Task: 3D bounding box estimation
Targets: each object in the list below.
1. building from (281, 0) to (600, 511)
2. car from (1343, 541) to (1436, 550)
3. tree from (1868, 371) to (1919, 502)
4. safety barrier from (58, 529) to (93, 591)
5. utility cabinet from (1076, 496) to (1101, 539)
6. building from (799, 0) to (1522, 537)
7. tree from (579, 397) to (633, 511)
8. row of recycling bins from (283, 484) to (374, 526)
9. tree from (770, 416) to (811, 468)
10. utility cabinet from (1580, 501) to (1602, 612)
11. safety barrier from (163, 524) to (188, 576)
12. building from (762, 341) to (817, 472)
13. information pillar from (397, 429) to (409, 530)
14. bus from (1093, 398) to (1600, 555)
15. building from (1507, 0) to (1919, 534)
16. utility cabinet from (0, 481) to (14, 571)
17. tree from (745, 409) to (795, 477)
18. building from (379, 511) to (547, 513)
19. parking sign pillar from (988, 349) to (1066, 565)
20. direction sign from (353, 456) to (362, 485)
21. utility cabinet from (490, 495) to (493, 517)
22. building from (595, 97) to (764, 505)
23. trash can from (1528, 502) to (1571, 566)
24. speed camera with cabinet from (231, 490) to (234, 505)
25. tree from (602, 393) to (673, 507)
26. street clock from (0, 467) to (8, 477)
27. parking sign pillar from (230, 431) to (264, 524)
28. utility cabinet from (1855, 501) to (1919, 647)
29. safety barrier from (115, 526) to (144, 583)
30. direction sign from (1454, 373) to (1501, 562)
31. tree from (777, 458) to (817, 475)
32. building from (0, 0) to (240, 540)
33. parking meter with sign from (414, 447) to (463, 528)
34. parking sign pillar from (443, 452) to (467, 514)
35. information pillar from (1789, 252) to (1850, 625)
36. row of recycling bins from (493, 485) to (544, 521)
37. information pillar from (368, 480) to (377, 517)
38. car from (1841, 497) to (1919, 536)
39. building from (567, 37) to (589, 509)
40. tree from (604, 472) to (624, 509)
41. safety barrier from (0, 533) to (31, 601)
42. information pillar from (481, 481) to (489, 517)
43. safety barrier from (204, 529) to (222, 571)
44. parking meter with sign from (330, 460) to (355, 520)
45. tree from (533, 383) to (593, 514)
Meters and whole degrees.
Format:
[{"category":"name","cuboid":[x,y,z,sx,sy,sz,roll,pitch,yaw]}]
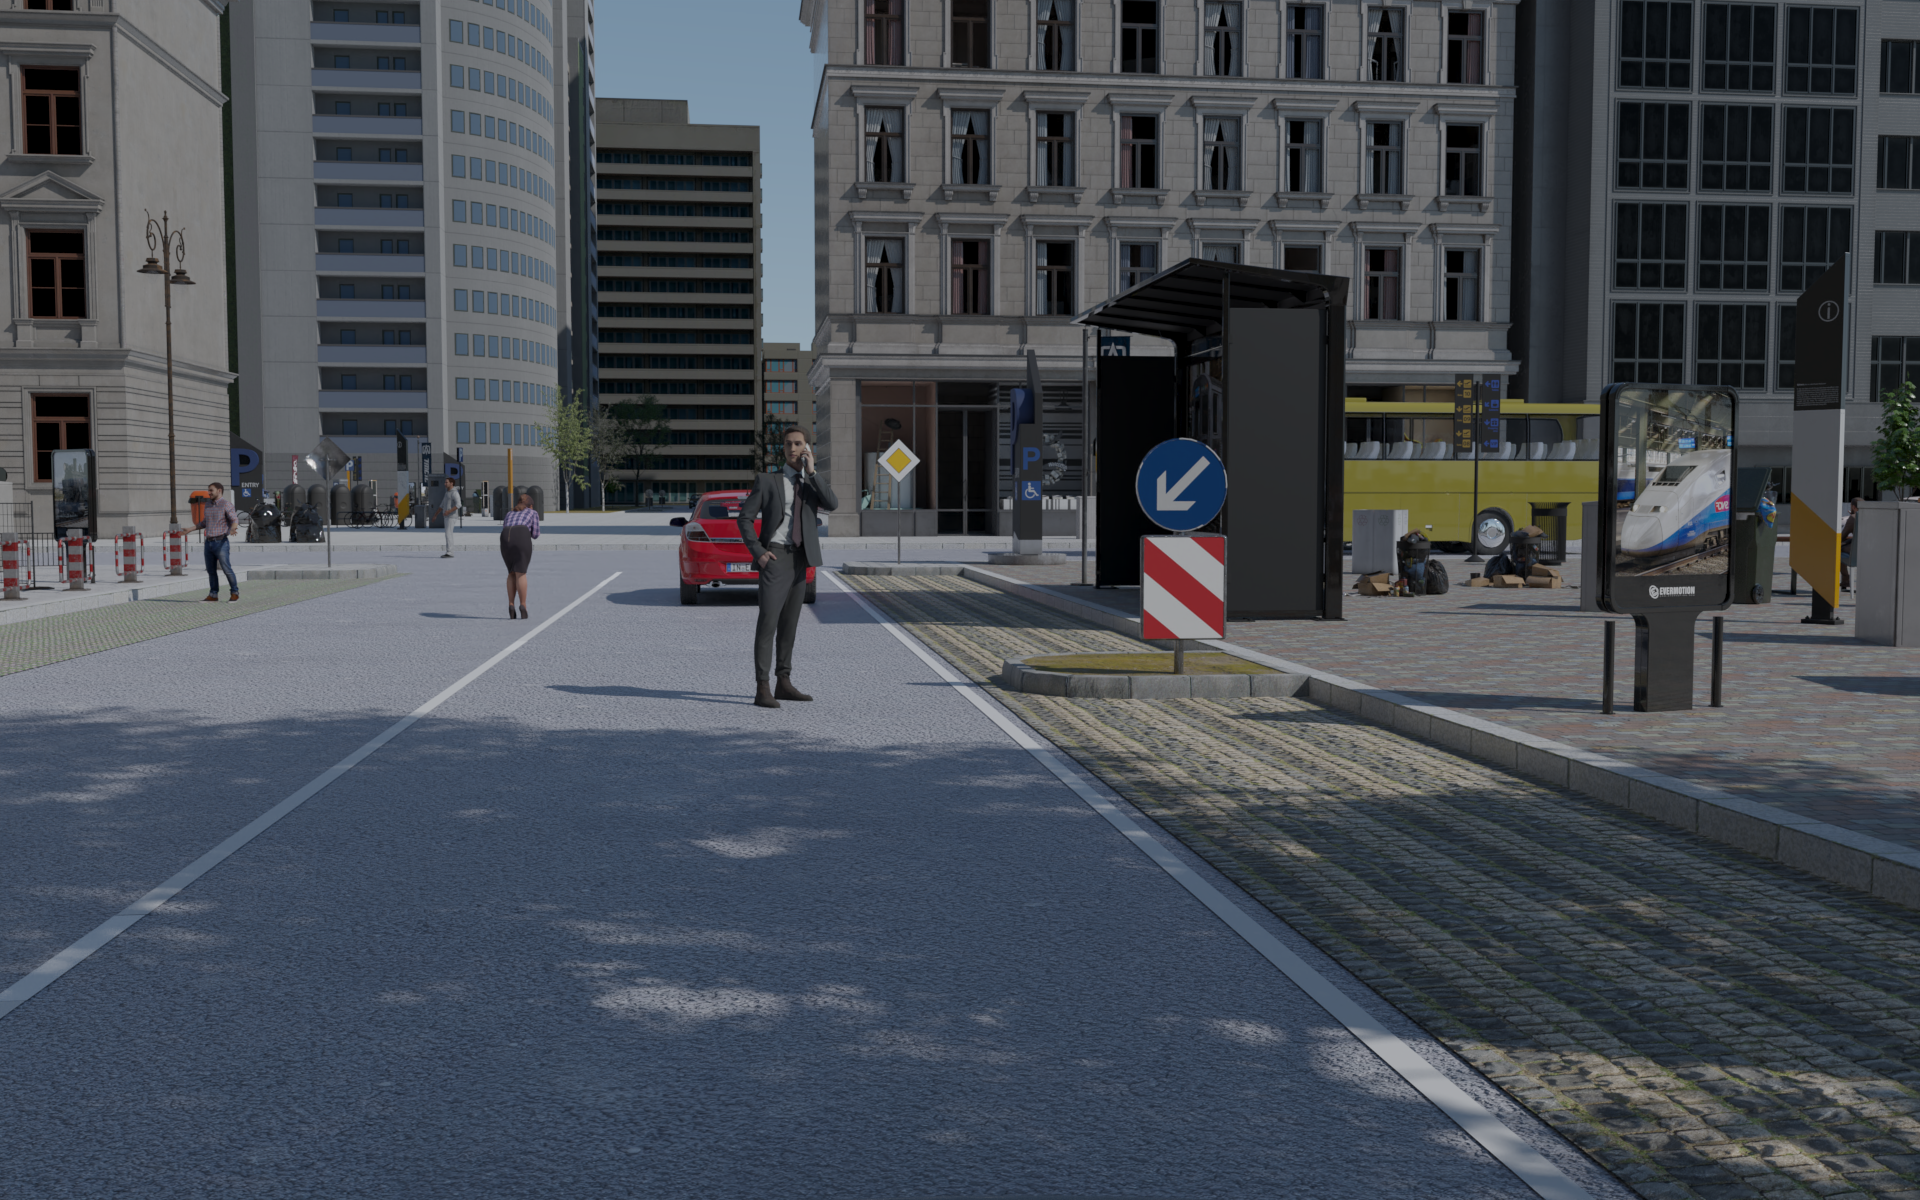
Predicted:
[{"category":"building","cuboid":[-50.322,-38.425,170.255,28.212,58.520,21.231,0,4,-7]},{"category":"car","cuboid":[11.167,-2.036,45.093,4.920,1.459,2.131,0,4,-6]},{"category":"tree","cuboid":[14.672,-1.985,27.051,1.663,3.219,1.824,0,3,0]},{"category":"safety barrier","cuboid":[-11.703,-0.529,22.926,0.300,0.817,1.120,0,4,-7]},{"category":"utility cabinet","cuboid":[3.844,-2.342,49.455,1.020,1.237,0.306,-1,4,-15]},{"category":"building","cuboid":[-3.134,-12.497,55.233,40.483,20.767,10.553,0,4,-7]},{"category":"tree","cuboid":[-26.619,-10.944,129.297,4.360,8.622,3.978,0,3,0]},{"category":"row of recycling bins","cuboid":[-25.818,-3.903,70.921,3.534,1.692,1.069,-2,4,-35]},{"category":"tree","cuboid":[-16.334,-13.126,164.976,4.360,8.622,3.978,0,3,0]},{"category":"utility cabinet","cuboid":[7.153,-0.493,19.220,0.306,1.237,1.020,2,4,33]},{"category":"safety barrier","cuboid":[-12.249,-0.781,27.048,0.300,0.817,1.120,0,4,-7]},{"category":"building","cuboid":[-10.971,-23.153,223.597,28.899,21.520,27.650,0,4,-7]},{"category":"information pillar","cuboid":[-20.048,-4.340,62.309,0.504,3.616,0.183,2,4,30]},{"category":"bus","cuboid":[9.454,-3.031,41.110,12.252,3.916,2.896,-1,4,-9]},{"category":"building","cuboid":[31.774,-14.787,60.831,30.058,24.678,14.314,0,4,-7]},{"category":"utility cabinet","cuboid":[-15.794,-1.187,28.091,0.318,1.500,1.173,0,4,-1]},{"category":"tree","cuboid":[-20.110,-15.631,189.983,7.601,10.594,8.767,0,4,-1]},{"category":"building","cuboid":[-40.884,-35.830,127.822,21.231,58.520,28.212,0,4,-7]},{"category":"parking sign pillar","cuboid":[1.230,-2.644,31.701,1.447,3.967,1.447,0,4,-4]},{"category":"direction sign","cuboid":[-36.045,-6.829,103.646,0.876,3.537,0.379,3,4,37]},{"category":"utility cabinet","cuboid":[-25.845,-5.232,96.713,1.020,1.237,0.306,3,5,44]},{"category":"building","cuboid":[-35.580,-36.243,216.267,21.600,48.544,21.300,0,4,-7]},{"category":"trash can","cuboid":[10.585,-1.192,31.137,0.748,1.137,0.748,0,3,0]},{"category":"speed camera with cabinet","cuboid":[-30.310,-4.691,71.034,0.660,3.252,2.038,-2,4,-35]},{"category":"tree","cuboid":[-32.669,-15.280,175.588,9.928,11.665,9.643,0,3,0]},{"category":"street clock","cuboid":[-25.488,-2.525,45.861,0.358,2.002,0.471,3,4,37]},{"category":"parking sign pillar","cuboid":[-30.525,-5.238,74.119,1.447,3.967,1.447,-1,4,-15]},{"category":"utility cabinet","cuboid":[8.066,-0.232,14.959,0.306,1.237,1.020,1,4,10]},{"category":"safety barrier","cuboid":[-11.978,-0.655,24.987,0.300,0.817,1.120,0,4,-7]},{"category":"direction sign","cuboid":[9.727,-2.485,32.626,0.876,3.537,0.379,0,4,-5]},{"category":"tree","cuboid":[-12.741,-9.288,135.571,4.285,4.588,4.351,0,3,0]},{"category":"building","cuboid":[-33.777,-13.192,51.839,21.152,22.565,11.583,0,4,-7]},{"category":"parking meter with sign","cuboid":[-19.512,-4.190,64.771,1.738,3.016,0.543,0,4,-1]},{"category":"parking sign pillar","cuboid":[-32.073,-7.429,109.943,1.447,3.967,1.447,-1,4,-21]},{"category":"information pillar","cuboid":[8.475,-1.573,17.075,0.183,3.616,0.504,-3,4,-36]},{"category":"row of recycling bins","cuboid":[-21.337,-4.675,83.557,3.534,1.692,1.069,3,5,41]},{"category":"information pillar","cuboid":[-31.167,-5.348,91.935,0.304,2.012,0.304,3,5,39]},{"category":"car","cuboid":[25.472,-2.068,46.168,4.827,1.381,2.083,0,4,-8]},{"category":"building","cuboid":[-40.046,-28.511,149.752,14.154,41.232,14.086,0,4,-7]},{"category":"tree","cuboid":[-29.814,-9.384,148.026,1.663,3.219,1.824,0,3,0]},{"category":"safety barrier","cuboid":[-11.432,-0.403,20.862,0.300,0.817,1.120,0,4,-7]},{"category":"information pillar","cuboid":[-26.765,-5.693,97.571,0.304,2.012,0.304,-3,4,-37]},{"category":"safety barrier","cuboid":[-12.526,-0.908,29.122,0.300,0.817,1.120,0,4,-7]},{"category":"parking meter with sign","cuboid":[-31.465,-5.604,87.894,0.543,3.016,1.738,1,4,18]},{"category":"tree","cuboid":[-25.835,-9.984,113.594,4.737,8.622,4.395,0,3,0]}]
